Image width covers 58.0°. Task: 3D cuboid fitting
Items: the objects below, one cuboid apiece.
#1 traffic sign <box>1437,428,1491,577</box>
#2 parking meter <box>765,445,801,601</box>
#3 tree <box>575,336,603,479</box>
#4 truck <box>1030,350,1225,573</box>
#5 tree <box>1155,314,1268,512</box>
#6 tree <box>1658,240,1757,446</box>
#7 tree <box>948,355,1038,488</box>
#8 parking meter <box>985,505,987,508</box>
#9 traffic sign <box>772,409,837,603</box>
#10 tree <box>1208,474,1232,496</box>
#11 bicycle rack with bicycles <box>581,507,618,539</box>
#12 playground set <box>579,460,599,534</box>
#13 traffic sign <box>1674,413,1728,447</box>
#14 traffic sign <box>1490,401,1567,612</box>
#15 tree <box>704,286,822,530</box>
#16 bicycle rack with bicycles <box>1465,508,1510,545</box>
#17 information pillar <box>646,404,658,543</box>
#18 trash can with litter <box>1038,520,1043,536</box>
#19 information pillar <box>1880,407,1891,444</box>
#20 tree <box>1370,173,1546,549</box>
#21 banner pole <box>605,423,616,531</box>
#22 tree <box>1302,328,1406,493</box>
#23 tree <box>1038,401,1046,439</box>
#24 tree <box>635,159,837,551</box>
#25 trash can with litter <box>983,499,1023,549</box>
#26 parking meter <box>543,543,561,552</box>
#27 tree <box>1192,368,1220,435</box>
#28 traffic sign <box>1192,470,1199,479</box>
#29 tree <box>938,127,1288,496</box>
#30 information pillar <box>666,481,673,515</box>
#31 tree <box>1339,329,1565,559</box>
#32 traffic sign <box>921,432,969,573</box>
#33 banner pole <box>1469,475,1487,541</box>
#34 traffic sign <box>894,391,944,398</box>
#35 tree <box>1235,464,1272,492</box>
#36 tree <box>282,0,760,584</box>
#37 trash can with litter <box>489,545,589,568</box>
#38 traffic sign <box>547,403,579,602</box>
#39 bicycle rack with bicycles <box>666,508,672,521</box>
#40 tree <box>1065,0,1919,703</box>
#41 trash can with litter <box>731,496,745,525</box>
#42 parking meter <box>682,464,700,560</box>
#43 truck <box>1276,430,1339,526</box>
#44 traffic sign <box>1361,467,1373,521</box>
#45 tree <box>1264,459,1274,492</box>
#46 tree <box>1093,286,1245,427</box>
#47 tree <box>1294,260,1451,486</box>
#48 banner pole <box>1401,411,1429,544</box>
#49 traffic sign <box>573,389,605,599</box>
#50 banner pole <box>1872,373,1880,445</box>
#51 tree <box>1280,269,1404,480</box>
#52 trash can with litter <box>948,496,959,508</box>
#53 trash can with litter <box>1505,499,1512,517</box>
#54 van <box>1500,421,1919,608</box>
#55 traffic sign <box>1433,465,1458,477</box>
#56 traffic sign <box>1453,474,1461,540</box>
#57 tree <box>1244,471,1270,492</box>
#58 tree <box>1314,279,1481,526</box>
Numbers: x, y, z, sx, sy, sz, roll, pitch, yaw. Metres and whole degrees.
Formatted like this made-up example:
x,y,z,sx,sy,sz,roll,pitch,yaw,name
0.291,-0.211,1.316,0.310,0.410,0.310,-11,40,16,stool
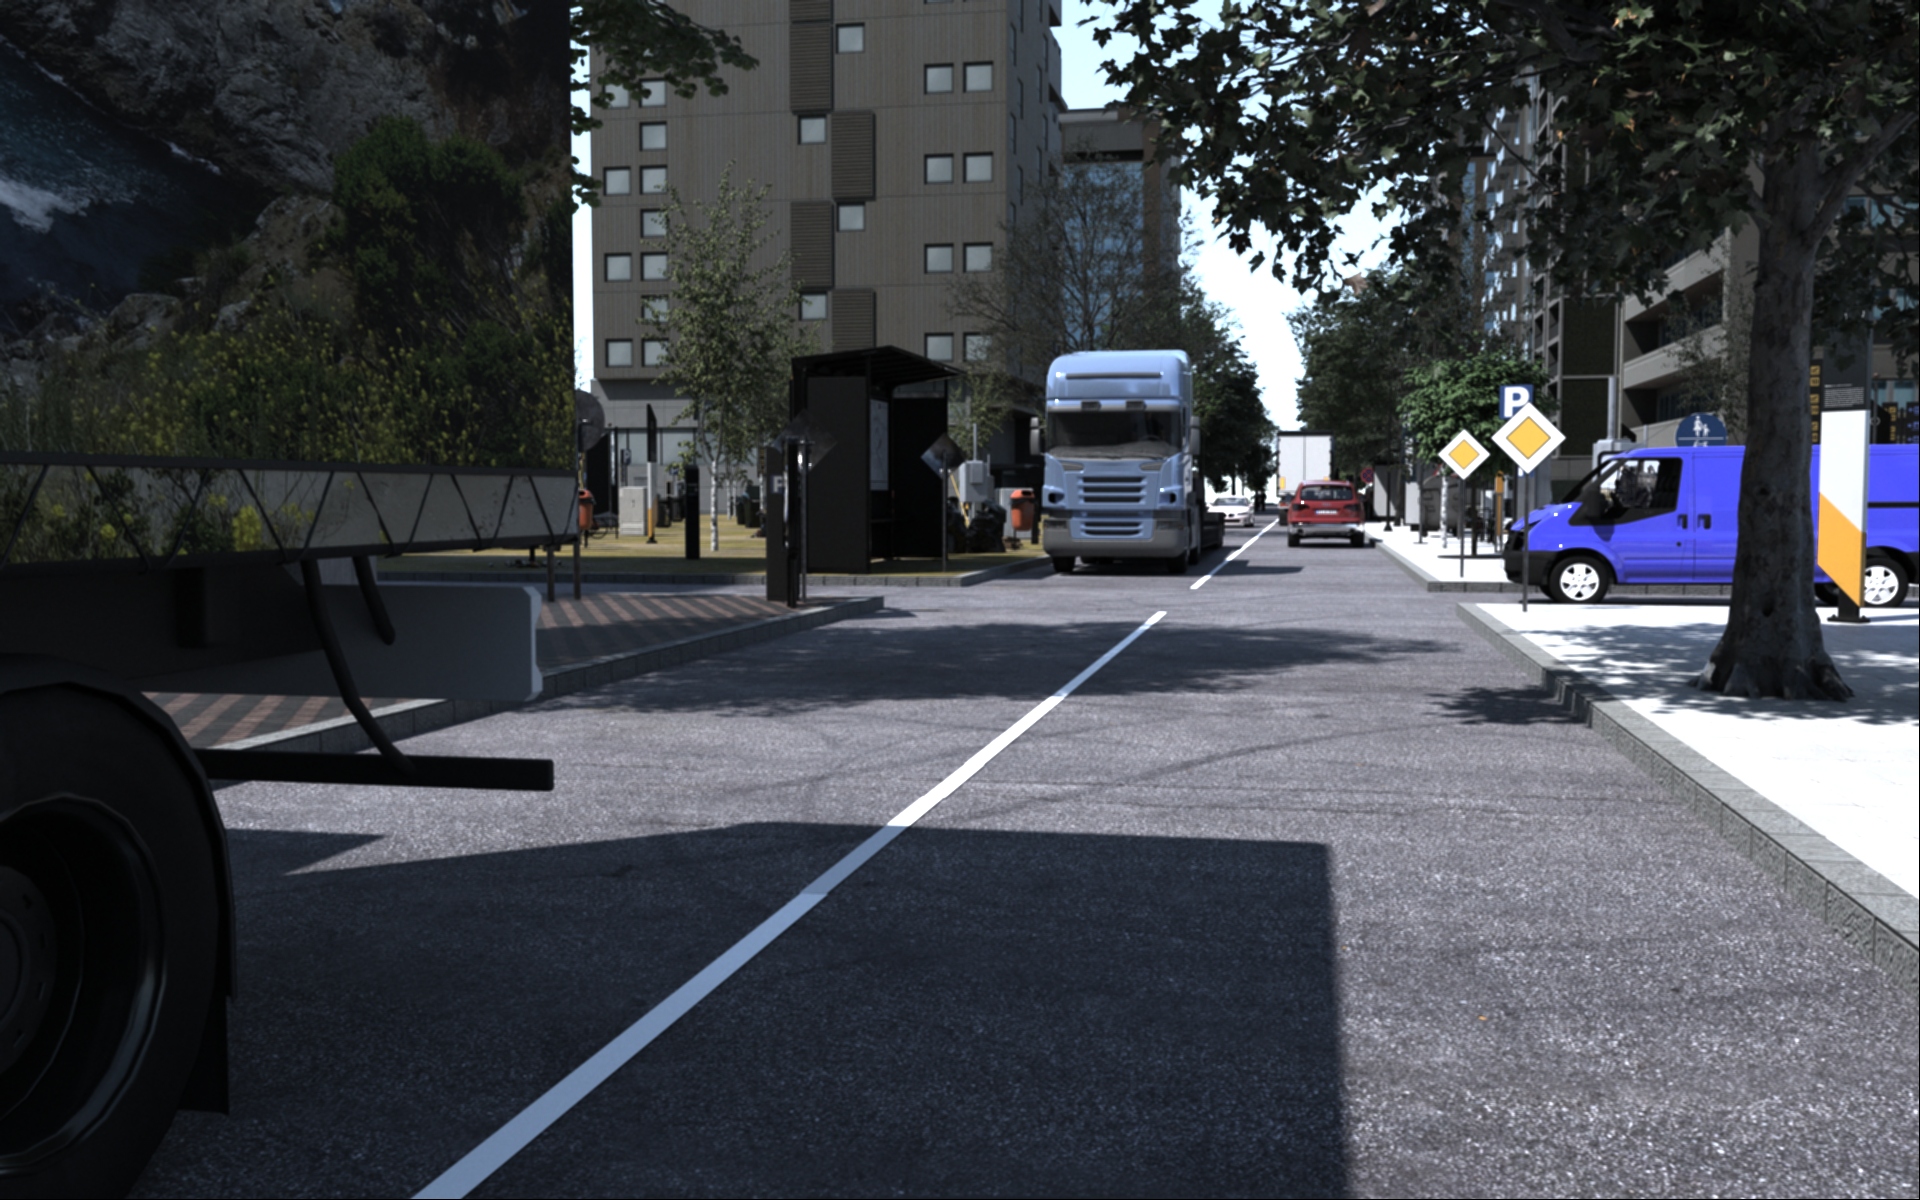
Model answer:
x,y,z,sx,sy,sz,roll,pitch,yaw,name
7.723,-1.404,26.600,0.795,2.450,0.064,1,4,11,traffic sign
-2.113,-0.922,20.793,0.399,1.863,0.255,1,4,12,parking meter
-17.388,-7.660,75.605,4.360,8.622,3.978,0,3,0,tree
4.267,-2.971,38.333,2.967,4.110,18.799,1,4,11,truck
16.730,-13.002,119.241,9.857,13.997,8.962,0,3,0,tree
20.984,-5.869,46.317,4.360,8.622,3.978,0,3,0,tree
0.762,-8.578,90.617,4.737,8.622,4.395,0,3,0,tree
1.579,-5.299,95.044,0.372,1.533,0.369,0,3,0,parking meter
-1.839,-1.025,20.402,0.795,2.450,0.064,1,4,11,traffic sign
19.092,-8.117,127.315,1.663,3.219,1.824,0,3,0,tree
-11.308,-2.232,49.878,2.925,0.926,2.852,-3,4,-38,bicycle rack with bicycles
-14.142,-4.241,56.115,5.302,4.214,5.637,1,4,10,playground set
11.609,-1.657,27.201,0.768,2.556,0.104,1,4,19,traffic sign
6.140,-0.925,18.773,0.795,2.450,0.064,1,4,11,traffic sign
-6.859,-6.822,61.910,4.360,8.622,3.978,0,3,0,tree
14.254,-1.919,44.755,2.852,0.926,2.925,2,4,31,bicycle rack with bicycles
-8.014,-3.286,45.088,0.183,3.616,0.504,1,4,11,information pillar
1.637,-2.594,53.477,2.233,1.210,1.678,2,4,25,trash can with litter
22.419,-3.117,42.312,0.504,3.616,0.183,3,5,45,information pillar
11.537,-5.532,40.807,4.360,8.622,3.978,0,3,0,tree
-12.196,-4.323,60.700,0.401,3.779,0.863,-2,4,-26,banner pole
26.908,-12.198,117.563,7.486,12.596,7.792,0,3,0,tree
6.495,-8.964,96.921,4.737,8.622,4.395,0,3,0,tree
-5.460,-5.431,39.156,4.737,8.622,4.395,0,3,0,tree
1.015,-1.792,40.685,1.055,1.170,0.624,3,4,37,trash can with litter
-9.103,-2.014,38.636,0.399,1.863,0.255,0,4,3,parking meter
11.851,-8.781,93.925,4.737,8.622,4.395,0,3,0,tree
12.258,-5.600,91.659,0.768,2.556,0.104,1,4,14,traffic sign
4.460,-9.094,59.063,12.009,13.543,11.850,0,3,0,tree
-16.597,-5.780,98.996,0.304,2.012,0.304,0,4,8,information pillar
10.427,-3.122,34.763,4.285,4.588,4.351,0,3,0,tree
-0.256,-1.504,28.229,0.795,2.450,0.064,1,4,11,traffic sign
14.102,-3.487,47.026,0.863,3.779,0.401,-3,4,-38,banner pole
-1.381,-2.491,34.596,2.265,3.308,0.079,1,4,17,traffic sign
41.676,-17.853,242.264,4.737,8.622,4.395,0,3,0,tree
-4.985,-5.739,11.958,7.486,12.596,7.792,0,3,0,tree
-7.556,-1.216,30.933,1.678,1.210,2.233,-1,4,-17,trash can with litter
-4.879,-1.252,20.579,0.768,2.556,0.104,1,4,16,traffic sign
-14.751,-4.259,83.010,2.852,0.926,2.925,0,4,-1,bicycle rack with bicycles
5.254,-5.733,10.741,9.611,12.733,9.660,0,3,0,tree
-8.838,-3.701,71.895,1.055,1.170,0.624,3,5,43,trash can with litter
-5.256,-1.730,33.990,0.255,1.863,0.399,-1,4,-14,parking meter
16.368,-5.668,81.584,2.839,4.237,11.283,1,4,13,truck
19.559,-5.064,82.902,0.768,2.556,0.104,1,4,14,traffic sign
44.897,-18.764,257.146,4.360,8.622,3.978,0,3,0,tree
9.773,-9.682,84.056,9.928,11.665,9.643,0,3,0,tree
22.140,-11.341,92.082,9.857,13.997,8.962,0,3,0,tree
11.750,-3.352,44.824,0.401,3.779,0.863,-3,5,-42,banner pole
-4.672,-1.282,21.061,0.768,2.556,0.104,1,4,18,traffic sign
18.671,-2.803,35.845,0.863,3.779,0.401,0,4,3,banner pole
33.420,-17.622,144.010,12.611,20.169,13.585,0,3,0,tree
-0.343,-4.327,82.138,0.624,1.170,1.055,0,4,6,trash can with litter
30.402,-5.232,96.937,0.624,1.170,1.055,-1,4,-14,trash can with litter
9.628,-1.077,21.988,5.245,2.365,2.240,1,4,13,van
15.090,-3.285,53.714,0.884,2.594,0.081,1,4,15,traffic sign
13.984,-2.959,48.489,0.768,2.556,0.104,1,4,14,traffic sign
37.395,-14.332,218.034,4.285,4.588,4.351,0,3,0,tree
17.706,-8.197,68.433,7.601,10.594,8.767,0,4,1,tree
